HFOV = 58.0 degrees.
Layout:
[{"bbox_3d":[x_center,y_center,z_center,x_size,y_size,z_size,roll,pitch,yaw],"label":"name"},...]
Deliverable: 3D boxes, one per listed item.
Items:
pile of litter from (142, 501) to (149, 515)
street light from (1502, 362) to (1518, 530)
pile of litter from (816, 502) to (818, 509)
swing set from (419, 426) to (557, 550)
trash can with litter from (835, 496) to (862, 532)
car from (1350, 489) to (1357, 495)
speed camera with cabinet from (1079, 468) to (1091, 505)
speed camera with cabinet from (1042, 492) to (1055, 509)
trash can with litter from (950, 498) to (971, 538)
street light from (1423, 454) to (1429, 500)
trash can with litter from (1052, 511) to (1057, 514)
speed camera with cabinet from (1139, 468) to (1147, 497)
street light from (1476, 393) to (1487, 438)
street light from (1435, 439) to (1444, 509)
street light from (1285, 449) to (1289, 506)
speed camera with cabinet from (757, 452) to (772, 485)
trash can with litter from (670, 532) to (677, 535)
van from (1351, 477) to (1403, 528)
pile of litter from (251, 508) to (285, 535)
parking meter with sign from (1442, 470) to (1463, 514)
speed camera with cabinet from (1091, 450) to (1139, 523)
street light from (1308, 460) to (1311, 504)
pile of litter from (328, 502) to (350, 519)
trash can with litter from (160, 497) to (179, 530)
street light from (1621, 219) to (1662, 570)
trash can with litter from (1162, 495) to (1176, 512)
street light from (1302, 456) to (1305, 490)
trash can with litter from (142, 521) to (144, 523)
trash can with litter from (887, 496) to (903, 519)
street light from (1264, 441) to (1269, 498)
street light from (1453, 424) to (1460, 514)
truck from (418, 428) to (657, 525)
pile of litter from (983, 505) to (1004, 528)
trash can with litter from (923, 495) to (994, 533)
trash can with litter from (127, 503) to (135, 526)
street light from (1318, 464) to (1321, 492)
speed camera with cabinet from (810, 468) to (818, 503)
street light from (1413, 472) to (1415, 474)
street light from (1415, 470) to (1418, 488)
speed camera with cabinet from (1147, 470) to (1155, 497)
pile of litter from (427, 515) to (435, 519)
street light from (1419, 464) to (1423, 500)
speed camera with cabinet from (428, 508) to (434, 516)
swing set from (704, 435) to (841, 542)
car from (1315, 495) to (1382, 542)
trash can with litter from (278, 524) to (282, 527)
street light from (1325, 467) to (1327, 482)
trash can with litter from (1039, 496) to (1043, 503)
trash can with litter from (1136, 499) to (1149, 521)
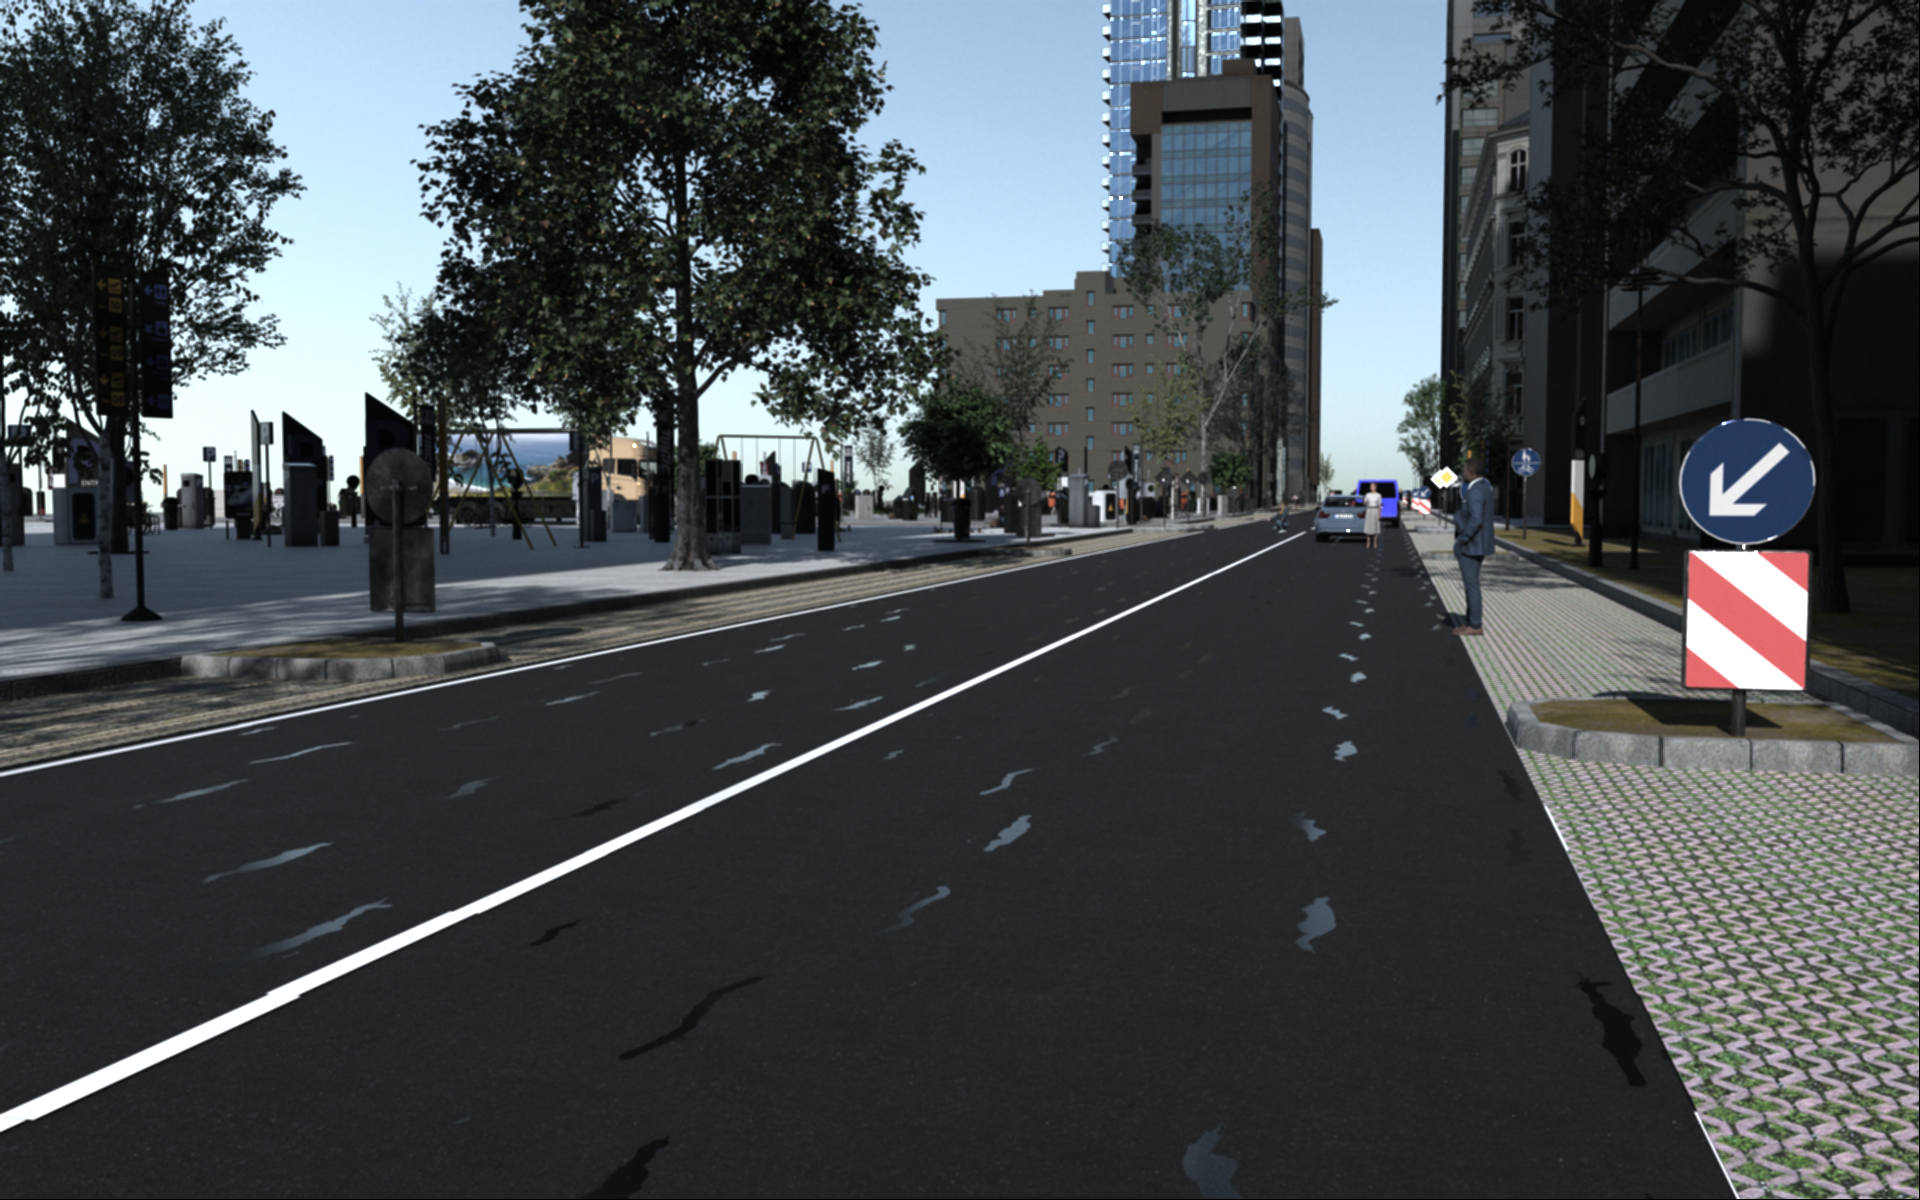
[{"bbox_3d":[-48.790,-5.451,103.081,1.719,0.858,1.176,3,4,36],"label":"pile of litter"},{"bbox_3d":[19.321,-5.393,60.961,0.468,5.910,1.993,1,4,14],"label":"street light"},{"bbox_3d":[-9.015,-5.750,107.984,1.719,0.858,1.176,-3,5,-43],"label":"pile of litter"},{"bbox_3d":[-11.352,-2.681,41.457,2.862,2.851,3.119,0,4,-2],"label":"swing set"},{"bbox_3d":[-4.301,-2.993,59.990,1.678,1.210,2.233,-1,4,-22],"label":"trash can with litter"},{"bbox_3d":[28.402,-6.888,121.294,2.281,1.827,5.304,1,4,16],"label":"car"},{"bbox_3d":[9.496,-8.351,130.869,2.038,3.252,0.660,-2,4,-29],"label":"speed camera with cabinet"},{"bbox_3d":[7.451,-9.332,146.918,2.038,3.252,0.660,2,4,25],"label":"speed camera with cabinet"},{"bbox_3d":[0.007,-2.369,50.122,0.624,1.170,1.055,0,4,-2],"label":"trash can with litter"},{"bbox_3d":[49.968,-12.967,184.805,0.468,5.910,1.993,1,4,14],"label":"street light"},{"bbox_3d":[6.630,-6.330,114.554,1.678,1.210,2.233,-2,4,-27],"label":"trash can with litter"},{"bbox_3d":[12.868,-8.335,130.614,2.038,3.252,0.660,2,4,33],"label":"speed camera with cabinet"},{"bbox_3d":[23.761,-6.501,79.077,0.468,5.910,1.993,1,4,14],"label":"street light"},{"bbox_3d":[39.539,-10.378,142.474,0.468,5.910,1.993,1,4,14],"label":"street light"},{"bbox_3d":[33.912,-12.641,179.467,0.468,5.910,1.993,1,4,14],"label":"street light"},{"bbox_3d":[-9.835,-5.305,81.067,2.038,3.252,0.660,0,4,-3],"label":"speed camera with cabinet"},{"bbox_3d":[-8.808,-2.705,55.285,1.678,1.210,2.233,0,4,1],"label":"trash can with litter"},{"bbox_3d":[18.123,-4.337,75.300,2.240,2.365,5.245,1,4,13],"label":"van"},{"bbox_3d":[-22.023,-2.504,54.901,1.719,0.858,1.176,-2,4,-30],"label":"pile of litter"},{"bbox_3d":[32.520,-7.188,113.780,1.738,3.016,0.543,-2,4,-26],"label":"parking meter with sign"},{"bbox_3d":[6.988,-5.118,78.008,2.038,3.252,0.660,-3,5,-41],"label":"speed camera with cabinet"},{"bbox_3d":[46.229,-15.674,229.058,0.468,5.910,1.993,1,4,14],"label":"street light"},{"bbox_3d":[-32.476,-4.657,90.099,1.719,0.858,1.176,3,5,44],"label":"pile of litter"},{"bbox_3d":[-28.525,-3.123,62.444,0.624,1.170,1.055,-2,4,-30],"label":"trash can with litter"},{"bbox_3d":[11.487,-3.459,29.341,0.468,5.910,1.993,1,4,14],"label":"street light"},{"bbox_3d":[14.605,-7.082,126.843,2.233,1.210,1.678,1,4,18],"label":"trash can with litter"},{"bbox_3d":[41.987,-14.620,211.826,0.468,5.910,1.993,1,4,14],"label":"street light"},{"bbox_3d":[-34.409,-3.688,71.358,1.678,1.210,2.233,3,5,43],"label":"trash can with litter"},{"bbox_3d":[-3.279,-4.813,90.072,0.624,1.170,1.055,2,4,32],"label":"trash can with litter"},{"bbox_3d":[26.088,-10.707,147.844,0.468,5.910,1.993,1,4,14],"label":"street light"},{"bbox_3d":[31.714,-8.444,110.852,0.468,5.910,1.993,1,4,14],"label":"street light"},{"bbox_3d":[-17.816,-5.270,75.084,11.283,4.237,2.839,1,4,14],"label":"truck"},{"bbox_3d":[1.633,-3.174,65.867,1.719,0.858,1.176,1,4,18],"label":"pile of litter"},{"bbox_3d":[-0.016,-2.818,57.138,2.233,1.210,1.678,1,4,11],"label":"trash can with litter"},{"bbox_3d":[-33.158,-3.492,68.482,1.055,1.170,0.624,-2,4,-28],"label":"trash can with litter"},{"bbox_3d":[54.114,-17.607,260.665,0.468,5.910,1.993,1,4,14],"label":"street light"},{"bbox_3d":[-11.451,-8.287,129.822,2.038,3.252,0.660,-2,4,-27],"label":"speed camera with cabinet"},{"bbox_3d":[69.993,-17.905,265.531,0.468,5.910,1.993,1,4,14],"label":"street light"},{"bbox_3d":[61.907,-15.919,233.055,0.468,5.910,1.993,1,4,14],"label":"street light"},{"bbox_3d":[14.634,-8.871,139.382,2.038,3.252,0.660,-1,4,-18],"label":"speed camera with cabinet"},{"bbox_3d":[-28.377,-4.696,90.752,1.719,0.858,1.176,1,4,23],"label":"pile of litter"},{"bbox_3d":[57.820,-14.901,216.421,0.468,5.910,1.993,1,4,14],"label":"street light"},{"bbox_3d":[-31.827,-6.603,102.292,0.660,3.252,2.038,-3,5,-44],"label":"speed camera with cabinet"},{"bbox_3d":[-5.240,-2.986,46.434,3.119,2.851,2.862,-2,4,-32],"label":"swing set"},{"bbox_3d":[11.808,-2.495,52.801,2.014,1.417,4.499,1,4,16],"label":"car"},{"bbox_3d":[-26.310,-3.538,68.905,1.678,1.210,2.233,1,4,10],"label":"trash can with litter"},{"bbox_3d":[61.891,-19.564,292.661,0.468,5.910,1.993,1,4,14],"label":"street light"},{"bbox_3d":[6.498,-7.482,133.717,1.055,1.170,0.624,-1,4,-17],"label":"trash can with litter"},{"bbox_3d":[8.539,-4.344,82.407,0.624,1.170,1.055,-3,5,-42],"label":"trash can with litter"}]
